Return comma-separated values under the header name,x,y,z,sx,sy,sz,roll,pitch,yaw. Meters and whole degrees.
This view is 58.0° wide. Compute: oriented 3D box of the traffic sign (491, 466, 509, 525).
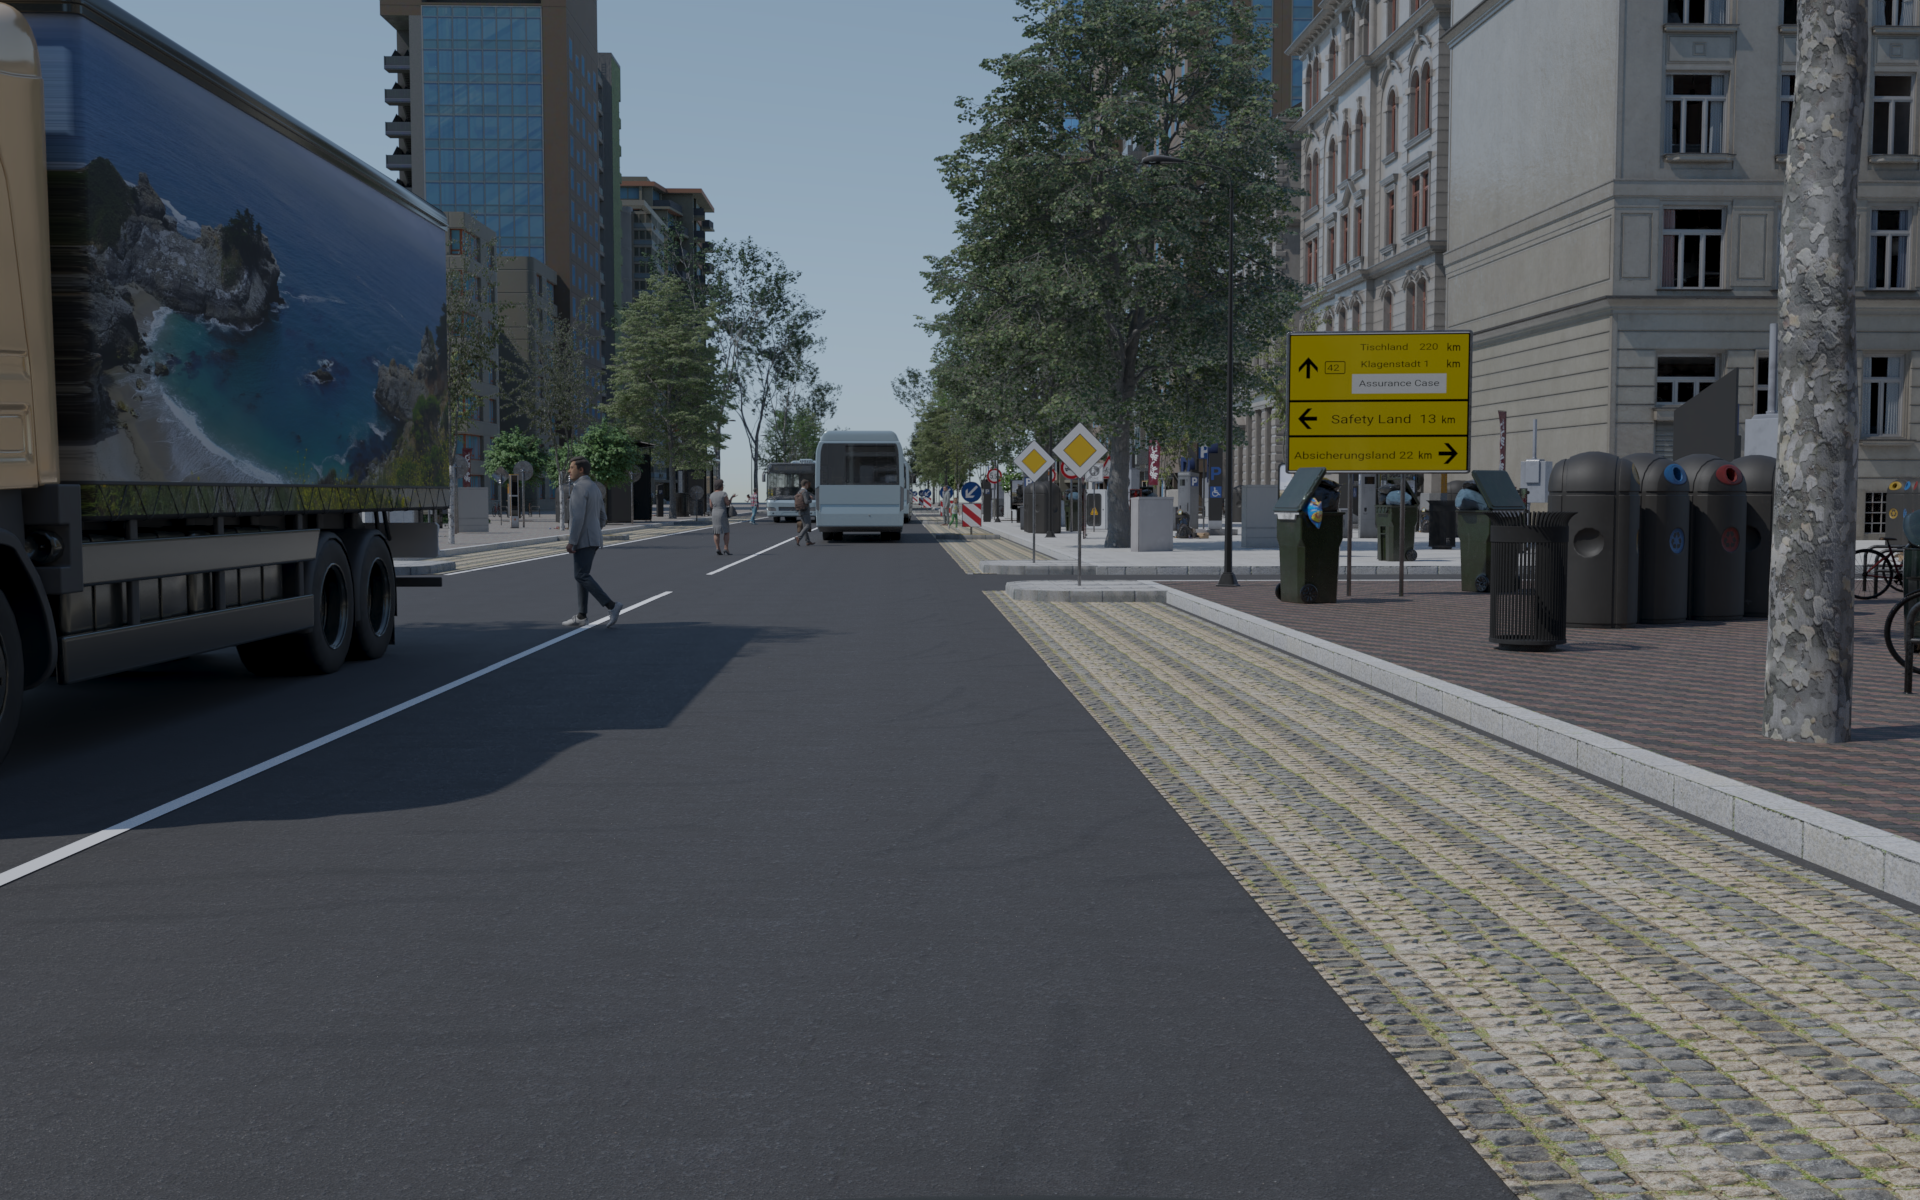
name,x,y,z,sx,sy,sz,roll,pitch,yaw
traffic sign,-18.751,-4.255,70.749,0.795,2.450,0.064,0,4,5

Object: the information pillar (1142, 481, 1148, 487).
name,x,y,z,sx,sy,sz,roll,pitch,yaw
information pillar,10.417,-5.677,97.304,0.304,2.012,0.304,2,4,28

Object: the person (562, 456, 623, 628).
name,x,y,z,sx,sy,sz,roll,pitch,yaw
person,-3.974,-0.635,18.722,0.795,1.843,0.661,1,4,13

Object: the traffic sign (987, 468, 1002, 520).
name,x,y,z,sx,sy,sz,roll,pitch,yaw
traffic sign,1.687,-5.170,84.630,0.768,2.556,0.104,0,4,5

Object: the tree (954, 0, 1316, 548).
name,x,y,z,sx,sy,sz,roll,pitch,yaw
tree,3.903,-8.227,41.165,9.857,13.997,8.962,0,3,0

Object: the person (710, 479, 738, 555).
name,x,y,z,sx,sy,sz,roll,pitch,yaw
person,-5.498,-1.944,40.641,0.716,1.782,0.532,2,4,27

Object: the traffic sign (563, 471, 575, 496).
name,x,y,z,sx,sy,sz,roll,pitch,yaw
traffic sign,-17.013,-4.488,75.516,0.606,2.300,0.079,0,4,1

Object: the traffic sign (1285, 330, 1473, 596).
name,x,y,z,sx,sy,sz,roll,pitch,yaw
traffic sign,5.217,-1.700,21.666,2.265,3.308,0.079,0,4,7

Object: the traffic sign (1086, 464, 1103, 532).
name,x,y,z,sx,sy,sz,roll,pitch,yaw
traffic sign,4.522,-3.441,58.382,0.606,2.300,0.079,0,4,-2

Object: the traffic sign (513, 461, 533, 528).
name,x,y,z,sx,sy,sz,roll,pitch,yaw
traffic sign,-16.701,-4.045,66.242,0.768,2.556,0.104,0,4,1

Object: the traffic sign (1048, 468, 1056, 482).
name,x,y,z,sx,sy,sz,roll,pitch,yaw
traffic sign,4.181,-5.023,82.236,0.768,2.556,0.104,0,4,-1

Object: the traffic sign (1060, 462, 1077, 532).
name,x,y,z,sx,sy,sz,roll,pitch,yaw
traffic sign,3.775,-3.581,58.655,0.768,2.556,0.104,0,4,5

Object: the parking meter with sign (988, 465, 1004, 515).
name,x,y,z,sx,sy,sz,roll,pitch,yaw
parking meter with sign,2.373,-6.603,104.216,0.543,3.016,1.738,2,4,35

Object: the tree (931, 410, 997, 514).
name,x,y,z,sx,sy,sz,roll,pitch,yaw
tree,1.216,-9.762,109.971,4.360,8.622,3.978,0,3,0

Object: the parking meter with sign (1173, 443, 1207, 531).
name,x,y,z,sx,sy,sz,roll,pitch,yaw
parking meter with sign,7.859,-3.868,59.502,0.543,3.016,1.738,-2,4,-31

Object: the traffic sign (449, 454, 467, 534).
name,x,y,z,sx,sy,sz,roll,pitch,yaw
traffic sign,-16.157,-3.383,55.421,0.768,2.556,0.104,0,4,0

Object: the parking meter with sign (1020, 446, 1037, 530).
name,x,y,z,sx,sy,sz,roll,pitch,yaw
parking meter with sign,2.512,-4.053,62.524,0.543,3.016,1.738,1,4,11

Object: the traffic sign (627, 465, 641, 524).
name,x,y,z,sx,sy,sz,roll,pitch,yaw
traffic sign,-14.077,-4.541,74.350,0.768,2.556,0.104,0,4,1

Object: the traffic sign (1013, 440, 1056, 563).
name,x,y,z,sx,sy,sz,roll,pitch,yaw
traffic sign,1.372,-1.742,32.129,0.795,2.450,0.064,0,4,-2

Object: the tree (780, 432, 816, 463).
name,x,y,z,sx,sy,sz,roll,pitch,yaw
tree,-19.050,-15.358,201.471,4.360,8.622,3.978,0,3,0

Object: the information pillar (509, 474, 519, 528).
name,x,y,z,sx,sy,sz,roll,pitch,yaw
information pillar,-16.682,-3.688,64.793,0.304,2.012,0.304,-2,4,-23

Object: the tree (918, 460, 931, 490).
name,x,y,z,sx,sy,sz,roll,pitch,yaw
tree,-3.040,-16.390,218.338,4.360,8.622,3.978,0,3,0

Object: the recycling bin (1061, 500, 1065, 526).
name,x,y,z,sx,sy,sz,roll,pitch,yaw
recycling bin,4.250,-3.448,68.926,0.722,1.027,0.722,-1,4,-21

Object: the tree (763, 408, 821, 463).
name,x,y,z,sx,sy,sz,roll,pitch,yaw
tree,-20.122,-17.240,207.636,9.928,11.665,9.643,0,3,0

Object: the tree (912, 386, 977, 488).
name,x,y,z,sx,sy,sz,roll,pitch,yaw
tree,-0.963,-15.174,166.219,7.486,12.596,7.792,0,3,0

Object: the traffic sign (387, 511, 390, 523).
name,x,y,z,sx,sy,sz,roll,pitch,yaw
traffic sign,-10.465,-1.717,31.714,0.795,2.450,0.064,0,4,-2

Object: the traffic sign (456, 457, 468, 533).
name,x,y,z,sx,sy,sz,roll,pitch,yaw
traffic sign,-16.514,-3.471,56.851,0.768,2.556,0.104,0,4,1

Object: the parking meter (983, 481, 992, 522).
name,x,y,z,sx,sy,sz,roll,pitch,yaw
parking meter,1.266,-4.499,79.263,0.399,1.863,0.255,0,4,3

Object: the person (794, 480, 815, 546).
name,x,y,z,sx,sy,sz,roll,pitch,yaw
person,-4.332,-2.414,47.935,0.822,1.834,0.622,-3,5,-42

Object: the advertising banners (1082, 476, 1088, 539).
name,x,y,z,sx,sy,sz,roll,pitch,yaw
advertising banners,3.572,-3.274,49.711,0.090,3.025,2.074,0,4,7

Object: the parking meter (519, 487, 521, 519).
name,x,y,z,sx,sy,sz,roll,pitch,yaw
parking meter,-23.265,-5.206,90.824,0.399,1.863,0.255,-3,4,-36

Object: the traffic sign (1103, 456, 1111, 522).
name,x,y,z,sx,sy,sz,roll,pitch,yaw
traffic sign,5.035,-3.582,58.567,0.884,2.594,0.081,0,4,-1

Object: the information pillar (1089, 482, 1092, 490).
name,x,y,z,sx,sy,sz,roll,pitch,yaw
information pillar,5.894,-5.287,77.804,0.183,3.616,0.504,-1,4,-12

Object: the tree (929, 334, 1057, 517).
name,x,y,z,sx,sy,sz,roll,pitch,yaw
tree,1.856,-10.485,97.181,9.928,11.665,9.643,0,3,0

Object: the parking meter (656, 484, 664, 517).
name,x,y,z,sx,sy,sz,roll,pitch,yaw
parking meter,-16.866,-5.599,97.255,0.399,1.863,0.255,-2,4,-32

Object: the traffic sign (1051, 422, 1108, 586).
name,x,y,z,sx,sy,sz,roll,pitch,yaw
traffic sign,1.666,-1.254,24.149,0.795,2.450,0.064,0,4,-2

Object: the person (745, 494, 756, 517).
name,x,y,z,sx,sy,sz,roll,pitch,yaw
person,-13.062,-5.907,108.269,0.628,1.438,0.799,1,4,10

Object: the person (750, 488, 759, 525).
name,x,y,z,sx,sy,sz,roll,pitch,yaw
person,-9.670,-4.402,81.310,0.643,1.720,0.563,-2,4,-34

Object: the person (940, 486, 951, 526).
name,x,y,z,sx,sy,sz,roll,pitch,yaw
person,-0.618,-4.251,78.099,0.391,1.810,0.635,-1,4,-22

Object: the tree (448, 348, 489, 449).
name,x,y,z,sx,sy,sz,roll,pitch,yaw
tree,-25.183,-8.197,84.387,4.737,8.622,4.395,0,3,0

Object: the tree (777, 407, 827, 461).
name,x,y,z,sx,sy,sz,roll,pitch,yaw
tree,-20.095,-18.756,224.791,7.486,12.596,7.792,0,3,0

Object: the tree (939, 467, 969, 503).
name,x,y,z,sx,sy,sz,roll,pitch,yaw
tree,-0.526,-11.579,173.031,4.285,4.588,4.351,0,3,0

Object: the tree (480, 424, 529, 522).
name,x,y,z,sx,sy,sz,roll,pitch,yaw
tree,-20.692,-5.952,81.033,4.285,4.588,4.351,0,3,0

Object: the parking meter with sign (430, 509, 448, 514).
name,x,y,z,sx,sy,sz,roll,pitch,yaw
parking meter with sign,-24.496,-5.184,81.017,0.543,3.016,1.738,-3,5,-40

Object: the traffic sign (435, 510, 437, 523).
name,x,y,z,sx,sy,sz,roll,pitch,yaw
traffic sign,-15.436,-3.118,50.979,0.884,2.594,0.081,0,4,1

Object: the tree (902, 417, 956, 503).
name,x,y,z,sx,sy,sz,roll,pitch,yaw
tree,-4.469,-20.335,249.485,9.611,12.733,9.660,0,3,0

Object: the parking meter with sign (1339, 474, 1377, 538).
name,x,y,z,sx,sy,sz,roll,pitch,yaw
parking meter with sign,11.898,-3.297,50.172,1.738,3.016,0.543,0,4,5

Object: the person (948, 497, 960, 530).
name,x,y,z,sx,sy,sz,roll,pitch,yaw
person,-0.242,-3.478,69.606,0.306,1.304,0.590,-3,5,-44

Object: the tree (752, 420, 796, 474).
name,x,y,z,sx,sy,sz,roll,pitch,yaw
tree,-18.075,-13.292,167.694,4.737,8.622,4.395,0,3,0

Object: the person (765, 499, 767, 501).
name,x,y,z,sx,sy,sz,roll,pitch,yaw
person,-11.770,-6.137,109.666,1.217,1.723,0.721,-1,4,-14

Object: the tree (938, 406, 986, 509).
name,x,y,z,sx,sy,sz,roll,pitch,yaw
tree,0.057,-11.421,137.099,4.737,8.622,4.395,0,3,0
